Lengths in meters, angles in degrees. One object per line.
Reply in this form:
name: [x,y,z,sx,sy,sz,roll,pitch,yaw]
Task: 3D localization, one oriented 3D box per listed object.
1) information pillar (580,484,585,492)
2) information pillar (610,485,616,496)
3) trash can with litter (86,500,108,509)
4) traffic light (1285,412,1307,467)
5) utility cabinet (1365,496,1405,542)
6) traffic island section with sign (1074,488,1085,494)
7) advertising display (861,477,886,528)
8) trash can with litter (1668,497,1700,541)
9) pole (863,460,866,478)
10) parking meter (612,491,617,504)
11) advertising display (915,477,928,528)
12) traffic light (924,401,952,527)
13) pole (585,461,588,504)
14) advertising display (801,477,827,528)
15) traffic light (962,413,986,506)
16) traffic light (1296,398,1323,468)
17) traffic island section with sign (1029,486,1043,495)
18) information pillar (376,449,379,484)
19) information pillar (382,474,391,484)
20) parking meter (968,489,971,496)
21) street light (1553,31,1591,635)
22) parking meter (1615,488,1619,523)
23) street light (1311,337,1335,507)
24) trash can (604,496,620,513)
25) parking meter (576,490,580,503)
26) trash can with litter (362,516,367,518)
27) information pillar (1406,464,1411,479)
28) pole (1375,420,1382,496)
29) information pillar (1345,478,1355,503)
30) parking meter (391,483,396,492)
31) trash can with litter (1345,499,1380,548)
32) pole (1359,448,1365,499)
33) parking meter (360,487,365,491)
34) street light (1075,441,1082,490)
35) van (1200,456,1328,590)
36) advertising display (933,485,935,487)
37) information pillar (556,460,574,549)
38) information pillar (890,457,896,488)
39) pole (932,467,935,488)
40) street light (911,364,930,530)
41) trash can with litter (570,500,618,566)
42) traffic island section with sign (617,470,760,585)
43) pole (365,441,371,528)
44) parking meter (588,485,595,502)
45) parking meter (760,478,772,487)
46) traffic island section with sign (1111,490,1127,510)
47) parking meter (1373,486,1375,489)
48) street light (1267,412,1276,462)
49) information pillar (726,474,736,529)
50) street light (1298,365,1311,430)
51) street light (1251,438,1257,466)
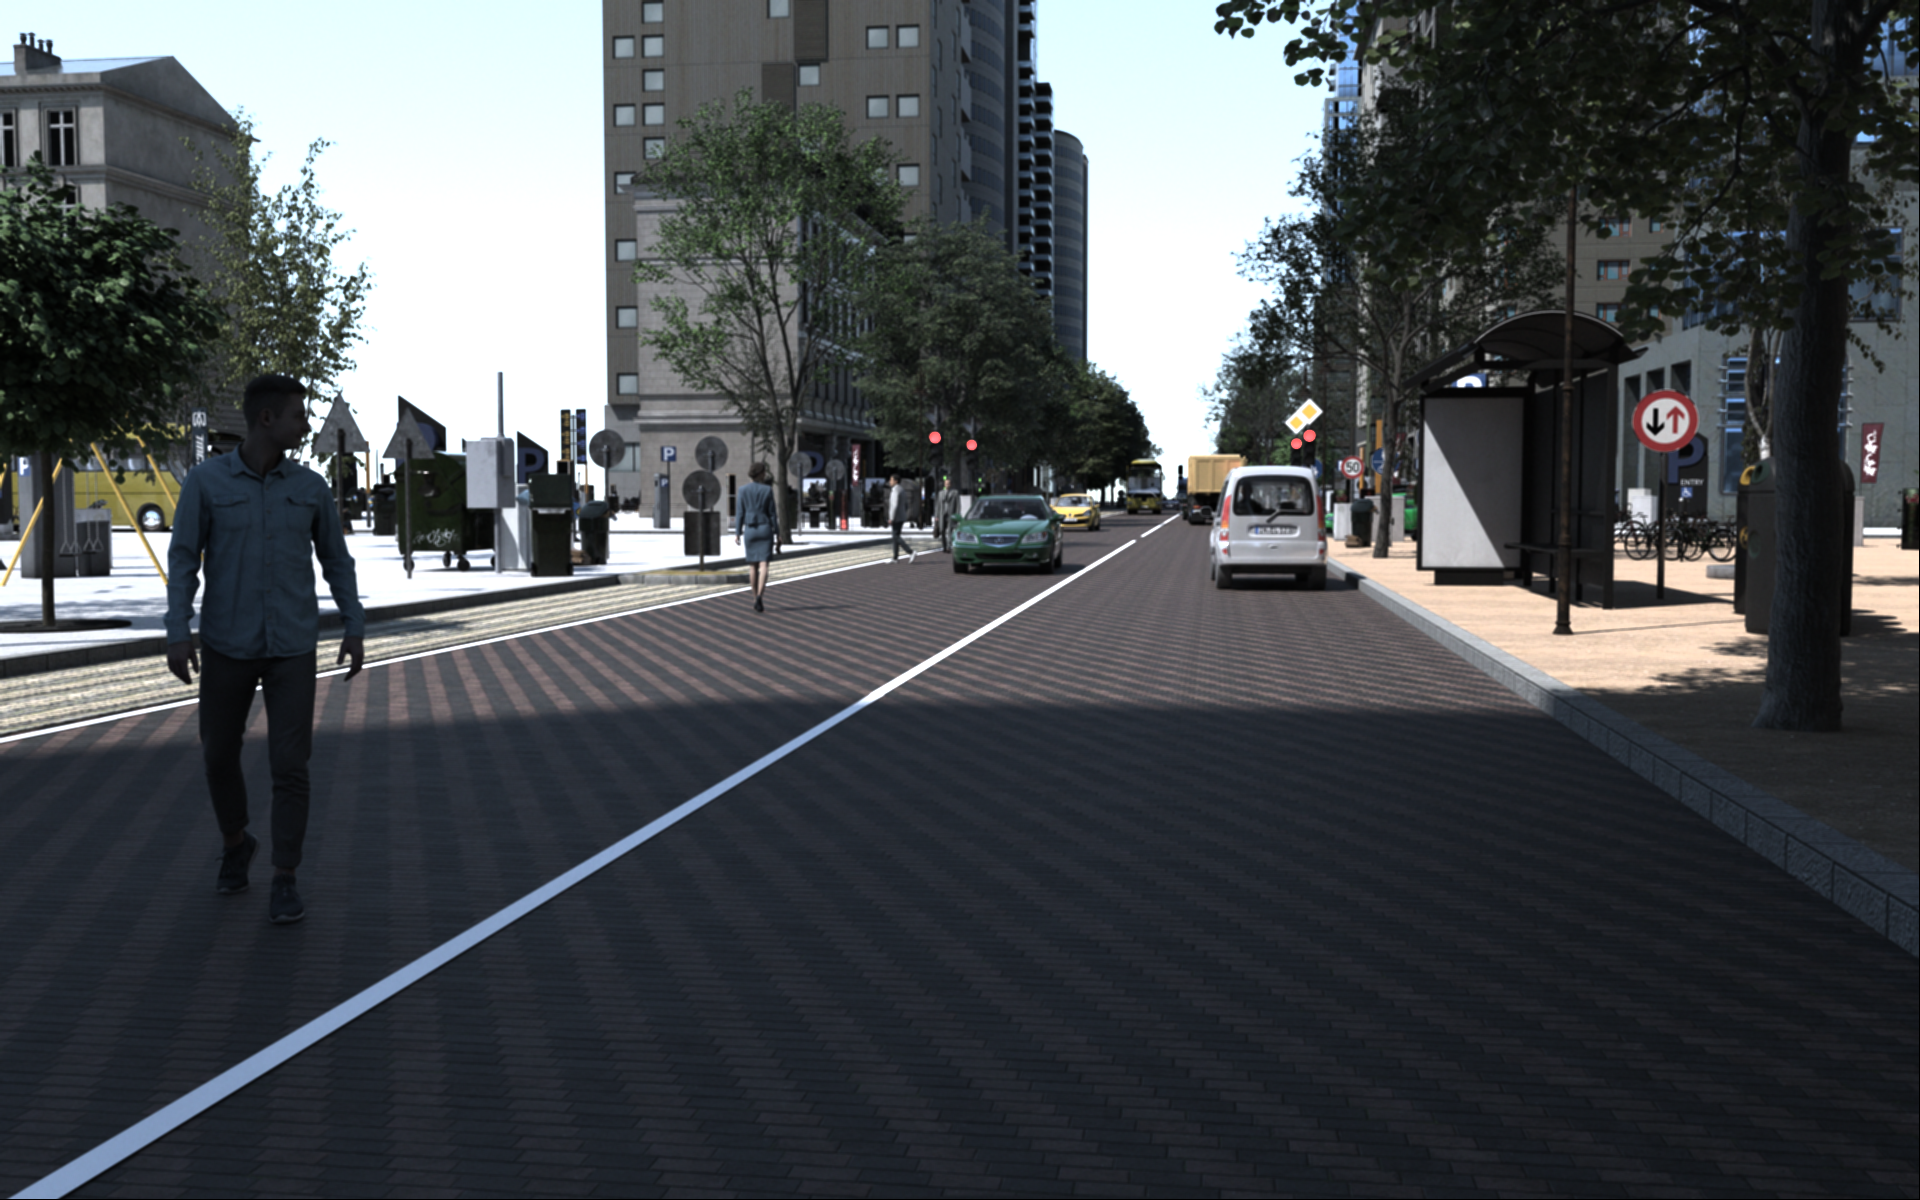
information pillar: [-28.554,-7.750,131.196,0.304,2.012,0.304,2,4,25]
information pillar: [-26.906,-7.943,134.354,0.304,2.012,0.304,1,4,16]
trash can with litter: [-17.386,-1.400,34.273,1.055,1.170,0.624,0,4,-6]
traffic light: [11.363,-4.269,58.713,0.839,4.253,0.868,1,4,8]
utility cabinet: [11.368,-2.154,46.379,1.020,1.237,0.306,0,4,3]
traffic island section with sign: [7.582,-6.162,109.370,1.989,1.847,2.006,1,4,8]
advertising display: [-3.232,-3.695,65.621,0.974,1.923,0.123,-2,4,-33]
trash can with litter: [19.736,-2.231,47.530,1.678,1.210,2.233,2,4,24]
pole: [-5.649,-6.641,102.417,0.158,3.312,0.155,0,3,0]
parking meter: [-26.276,-7.538,131.652,0.372,1.533,0.369,0,3,0]
advertising display: [-1.493,-3.763,66.731,0.123,1.923,0.974,-2,4,-24]
traffic light: [-0.690,-3.881,52.382,0.839,4.253,0.868,1,4,8]
pole: [-22.703,-6.817,105.293,0.158,3.312,0.155,0,3,0]
advertising display: [-5.505,-3.689,65.522,0.974,1.923,0.123,0,4,-6]
traffic light: [0.465,-4.365,60.284,0.839,4.253,0.868,1,4,8]
traffic light: [10.209,-3.785,50.811,0.839,4.253,0.868,1,4,8]
traffic island section with sign: [3.631,-4.510,82.368,1.989,1.847,2.006,1,4,8]
information pillar: [-29.887,-5.965,88.876,0.183,3.616,0.504,-1,4,-14]
information pillar: [-21.019,-3.609,63.500,0.304,2.012,0.304,-1,4,-19]
parking meter: [0.633,-6.246,107.828,0.255,1.863,0.399,0,4,3]
street light: [5.517,-2.623,15.668,0.468,5.910,1.993,1,4,8]
parking meter: [28.870,-4.158,76.391,0.372,1.533,0.369,0,3,0]
street light: [10.599,-4.746,50.387,0.468,5.910,1.993,1,4,8]
trash can: [-20.655,-5.523,101.962,0.748,1.137,0.748,0,3,0]
parking meter: [-22.995,-5.836,103.832,0.372,1.533,0.369,0,3,0]
trash can with litter: [-31.648,-4.927,91.608,2.233,1.210,1.678,-1,4,-9]
information pillar: [32.258,-8.151,124.616,0.183,3.616,0.504,3,5,42]
pole: [11.527,-3.295,47.715,0.158,3.312,0.155,0,3,0]
information pillar: [18.203,-4.671,80.869,0.304,2.012,0.304,-3,5,-41]
parking meter: [-29.472,-5.150,89.906,0.255,1.863,0.399,1,4,9]
trash can with litter: [9.633,-1.847,41.592,0.624,1.170,1.055,2,4,29]
pole: [17.640,-5.027,76.029,0.158,3.312,0.155,0,3,0]
parking meter: [-47.398,-8.058,137.457,0.399,1.863,0.255,3,4,38]
street light: [9.515,-10.024,136.682,0.468,5.910,1.993,1,4,8]
van: [4.828,-1.246,27.381,2.013,2.044,4.112,0,4,7]
advertising display: [-1.628,-7.341,125.237,0.123,1.923,0.974,2,4,34]
information pillar: [-8.516,-2.009,37.342,0.304,2.012,0.304,0,4,1]
information pillar: [-4.021,-6.890,104.005,0.183,3.616,0.504,3,4,38]
pole: [-1.958,-8.285,129.300,0.158,3.312,0.155,0,3,0]
street light: [-1.397,-5.446,61.830,0.468,5.910,1.993,1,4,8]
trash can with litter: [-6.652,-1.210,31.165,0.624,1.170,1.055,1,4,14]
traffic island section with sign: [-4.302,-1.190,28.082,1.989,1.847,2.006,1,4,8]
pole: [-22.630,-4.427,66.222,0.158,3.312,0.155,0,3,0]
parking meter: [-22.946,-6.244,107.799,0.255,1.863,0.399,1,4,19]
parking meter: [-7.132,-3.546,63.695,0.255,1.863,0.399,3,5,44]
traffic island section with sign: [14.895,-9.223,159.425,1.989,1.847,2.006,1,4,8]
parking meter: [28.730,-6.990,119.996,0.255,1.863,0.399,1,4,12]
street light: [17.472,-7.615,97.285,0.468,5.910,1.993,1,4,8]
information pillar: [-8.492,-3.658,64.306,0.304,2.012,0.304,-2,4,-25]
street light: [12.374,-5.469,62.204,0.468,5.910,1.993,1,4,8]
street light: [23.427,-10.132,138.441,0.468,5.910,1.993,1,4,8]
